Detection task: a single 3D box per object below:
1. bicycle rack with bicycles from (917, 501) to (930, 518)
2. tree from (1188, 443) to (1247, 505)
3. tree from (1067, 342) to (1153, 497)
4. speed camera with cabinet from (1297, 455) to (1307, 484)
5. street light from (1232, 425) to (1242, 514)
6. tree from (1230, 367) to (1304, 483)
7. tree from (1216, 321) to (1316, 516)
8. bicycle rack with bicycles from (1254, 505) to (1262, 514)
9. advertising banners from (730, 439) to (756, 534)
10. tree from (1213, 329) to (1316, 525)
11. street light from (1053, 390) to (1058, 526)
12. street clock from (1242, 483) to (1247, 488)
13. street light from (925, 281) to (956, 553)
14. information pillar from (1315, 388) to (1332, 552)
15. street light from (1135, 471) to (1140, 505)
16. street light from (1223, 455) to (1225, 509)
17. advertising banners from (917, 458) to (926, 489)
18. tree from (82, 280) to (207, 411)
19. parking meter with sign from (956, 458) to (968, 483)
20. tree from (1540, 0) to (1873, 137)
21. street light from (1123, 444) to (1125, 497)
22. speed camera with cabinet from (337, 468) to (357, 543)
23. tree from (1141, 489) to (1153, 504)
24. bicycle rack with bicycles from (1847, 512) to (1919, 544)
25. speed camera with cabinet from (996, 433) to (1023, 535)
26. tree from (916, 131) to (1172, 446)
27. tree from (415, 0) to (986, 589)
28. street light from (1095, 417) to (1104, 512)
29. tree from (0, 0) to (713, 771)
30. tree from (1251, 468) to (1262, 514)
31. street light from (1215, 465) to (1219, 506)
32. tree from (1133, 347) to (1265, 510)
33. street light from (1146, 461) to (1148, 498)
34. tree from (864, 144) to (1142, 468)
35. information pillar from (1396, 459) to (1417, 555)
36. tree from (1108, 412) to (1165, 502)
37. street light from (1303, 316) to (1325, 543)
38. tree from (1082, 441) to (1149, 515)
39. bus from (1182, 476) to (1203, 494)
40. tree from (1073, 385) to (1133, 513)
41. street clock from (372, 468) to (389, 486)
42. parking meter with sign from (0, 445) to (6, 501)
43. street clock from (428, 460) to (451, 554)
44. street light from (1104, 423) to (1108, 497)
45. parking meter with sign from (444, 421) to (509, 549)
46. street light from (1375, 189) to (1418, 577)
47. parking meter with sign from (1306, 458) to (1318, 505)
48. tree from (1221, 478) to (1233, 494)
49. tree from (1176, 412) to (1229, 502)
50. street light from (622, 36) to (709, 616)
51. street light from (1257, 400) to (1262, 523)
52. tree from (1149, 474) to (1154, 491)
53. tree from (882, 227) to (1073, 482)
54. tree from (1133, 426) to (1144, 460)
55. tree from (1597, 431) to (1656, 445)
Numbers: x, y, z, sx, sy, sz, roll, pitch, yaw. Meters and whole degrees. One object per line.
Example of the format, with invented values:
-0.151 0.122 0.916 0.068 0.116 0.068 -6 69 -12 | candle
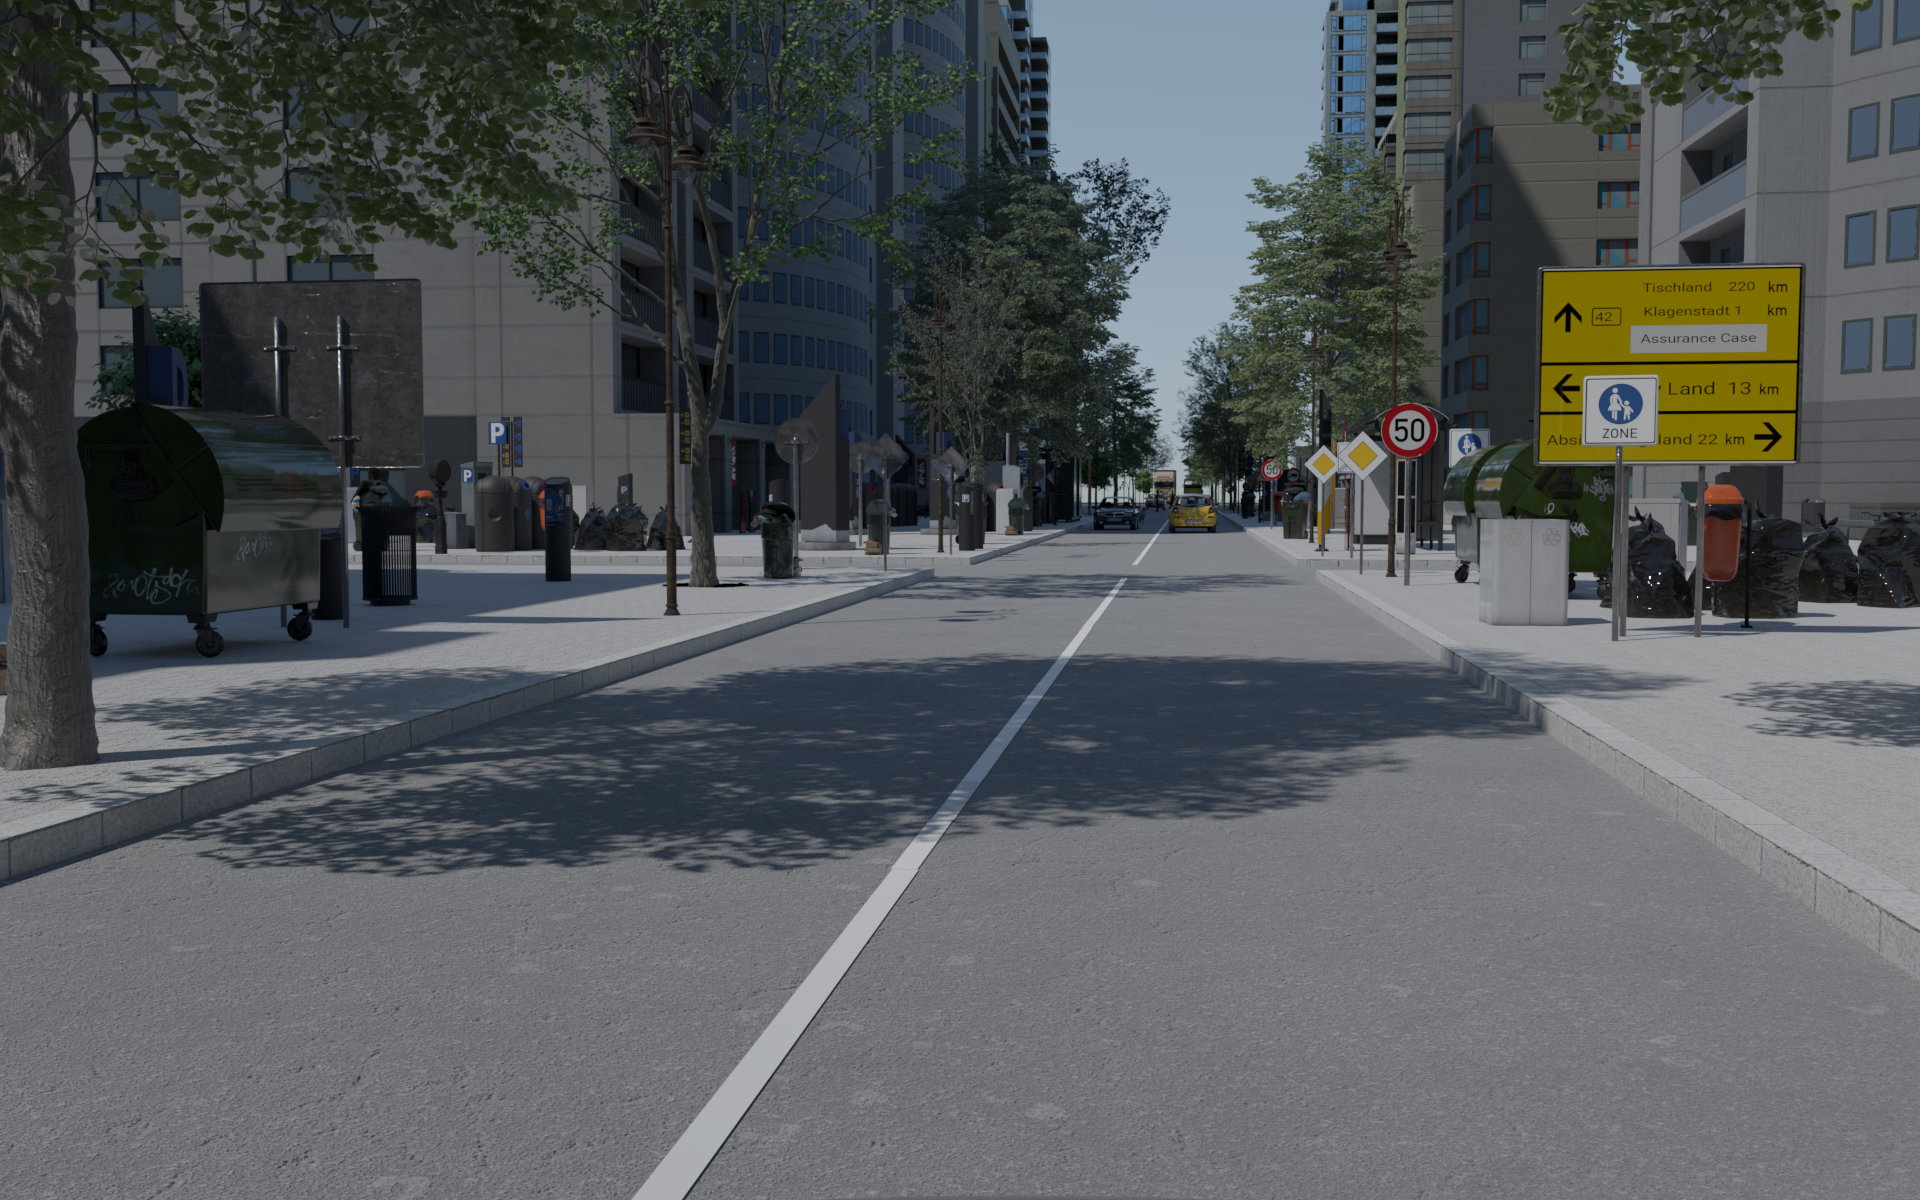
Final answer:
-1.209 -5.762 107.597 2.925 0.926 2.852 2 4 32 | bicycle rack with bicycles
29.885 -15.943 195.079 8.767 10.594 7.601 -1 4 -12 | tree
11.524 -12.922 129.402 7.486 12.596 7.792 0 3 0 | tree
16.407 -5.674 87.110 2.038 3.252 0.660 1 4 14 | speed camera with cabinet
17.632 -8.364 109.542 0.468 5.910 1.993 0 4 7 | street light
16.293 -8.669 92.101 4.737 8.622 4.395 0 3 0 | tree
16.869 -10.744 101.412 9.928 11.665 9.643 0 3 0 | tree
18.840 -5.580 104.619 2.925 0.926 2.852 2 4 23 | bicycle rack with bicycles
-7.086 -3.687 56.477 0.090 3.025 2.074 1 4 16 | advertising banners
13.014 -7.471 72.516 4.360 8.622 3.978 0 3 0 | tree
3.887 -5.974 70.455 0.468 5.910 1.993 0 4 7 | street light
17.862 -6.331 108.081 0.471 2.002 0.358 0 4 -7 | street clock
-0.422 -3.973 37.747 0.468 5.910 1.993 0 4 7 | street light
8.135 -2.893 38.655 0.183 3.616 0.504 3 4 37 | information pillar
20.297 -13.615 195.394 0.468 5.910 1.993 0 4 7 | street light
23.400 -11.029 153.111 0.468 5.910 1.993 0 4 7 | street light
-1.178 -5.409 84.631 2.074 3.025 0.090 2 4 24 | advertising banners
-11.670 -2.635 26.791 4.285 4.588 4.351 0 3 0 | tree
-0.154 -4.774 74.323 0.543 3.016 1.738 3 5 42 | parking meter with sign
5.267 -5.457 7.351 7.486 12.596 7.792 0 3 0 | tree
13.735 -10.530 144.950 0.468 5.910 1.993 0 4 7 | street light
-16.345 -3.152 45.876 0.660 3.252 2.038 -2 4 -31 | speed camera with cabinet
25.548 -14.772 236.116 1.663 3.219 1.824 0 3 0 | tree
19.472 -1.348 35.428 2.852 0.926 2.925 1 4 14 | bicycle rack with bicycles
1.606 -3.738 55.459 0.660 3.252 2.038 1 4 11 | speed camera with cabinet
4.236 -14.424 91.727 12.611 20.169 13.585 0 3 0 | tree
-3.499 -5.995 23.766 9.928 11.665 9.643 0 3 0 | tree
8.075 -7.926 102.378 0.468 5.910 1.993 0 4 7 | street light
-4.349 -5.516 8.319 7.486 12.596 7.792 0 3 0 | tree
19.249 -7.222 112.689 1.663 3.219 1.824 0 3 0 | tree
27.615 -12.981 185.030 0.468 5.910 1.993 0 4 7 | street light
22.024 -14.105 140.985 12.009 13.543 11.850 0 3 0 | tree
24.458 -15.568 227.321 0.468 5.910 1.993 0 4 7 | street light
1.736 -9.551 62.814 9.857 13.997 8.962 0 3 0 | tree
9.449 -1.968 36.664 0.304 2.012 0.304 -2 4 -27 | information pillar
18.540 -15.495 187.758 7.601 10.594 8.767 -1 4 -10 | tree
9.218 -4.431 45.227 0.468 5.910 1.993 0 4 7 | street light
8.433 -7.528 106.789 4.285 4.588 4.351 0 3 0 | tree
32.104 -15.123 238.802 2.896 3.916 12.252 0 4 7 | bus
8.614 -10.198 117.095 4.360 8.622 3.978 0 3 0 | tree
-13.964 -2.275 41.766 0.358 2.002 0.471 -3 5 -44 | street clock
-32.107 -3.686 56.533 0.543 3.016 1.738 1 4 13 | parking meter with sign
-11.101 -1.984 37.002 0.358 2.002 0.471 1 4 22 | street clock
9.417 -8.570 112.909 0.468 5.910 1.993 0 4 7 | street light
-11.450 -2.735 40.979 0.543 3.016 1.738 2 4 25 | parking meter with sign
6.669 -3.292 26.612 0.468 5.910 1.993 0 4 7 | street light
18.335 -5.669 88.947 1.738 3.016 0.543 1 4 18 | parking meter with sign
27.936 -11.351 180.192 1.663 3.219 1.824 0 3 0 | tree
36.728 -21.175 252.872 9.857 13.997 8.962 0 3 0 | tree
-3.046 -2.774 18.139 0.468 5.910 1.993 0 4 7 | street light
13.449 -6.411 77.609 0.468 5.910 1.993 0 4 7 | street light
22.848 -14.233 216.425 4.285 4.588 4.351 0 3 0 | tree
0.157 -5.912 47.030 4.360 8.622 3.978 0 3 0 | tree
15.949 -13.175 165.779 4.360 8.622 3.978 0 3 0 | tree
24.370 -5.183 68.456 4.285 4.588 4.351 0 3 0 | tree
